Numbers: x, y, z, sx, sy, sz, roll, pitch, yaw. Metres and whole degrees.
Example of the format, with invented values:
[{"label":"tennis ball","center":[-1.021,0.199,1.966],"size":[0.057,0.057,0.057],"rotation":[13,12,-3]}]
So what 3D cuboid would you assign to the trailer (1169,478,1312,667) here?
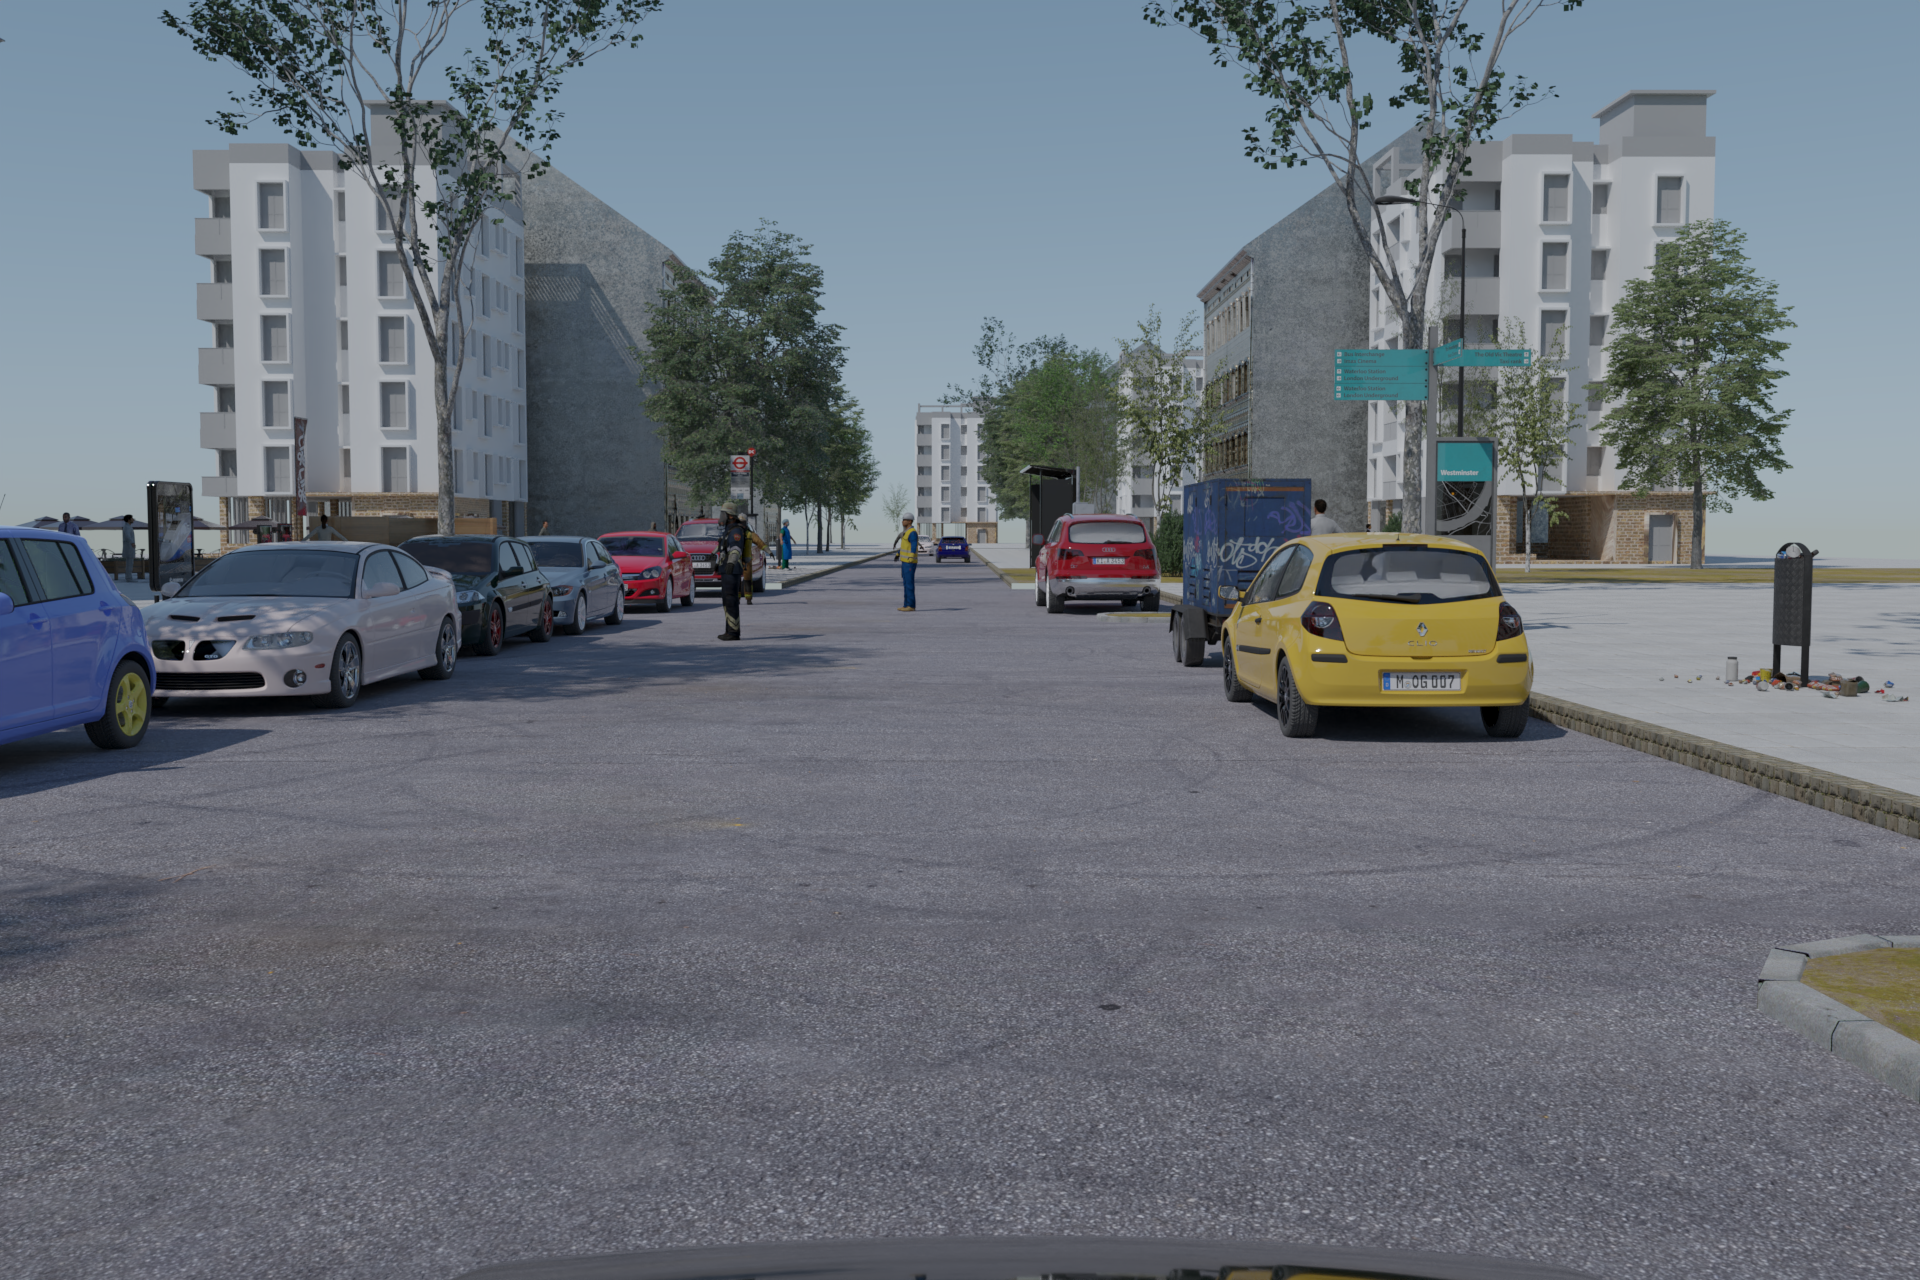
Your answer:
[{"label":"trailer","center":[3.115,-0.775,19.727],"size":[1.471,1.999,3.904],"rotation":[0,4,0]}]

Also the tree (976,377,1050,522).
[{"label":"tree","center":[5.931,-14.148,137.979],"size":[9.857,13.997,8.962],"rotation":[0,3,0]}]

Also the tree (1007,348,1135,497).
[{"label":"tree","center":[6.219,-10.418,96.086],"size":[9.928,11.665,9.643],"rotation":[0,3,0]}]

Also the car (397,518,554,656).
[{"label":"car","center":[-6.304,-0.722,21.596],"size":[2.009,1.686,4.222],"rotation":[0,3,0]}]

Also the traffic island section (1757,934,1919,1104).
[{"label":"traffic island section","center":[3.401,1.102,4.847],"size":[1.991,0.108,1.994],"rotation":[0,4,-1]}]

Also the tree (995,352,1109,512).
[{"label":"tree","center":[5.806,-11.615,108.028],"size":[7.486,12.596,7.792],"rotation":[0,3,0]}]

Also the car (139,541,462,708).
[{"label":"car","center":[-5.956,-0.207,15.742],"size":[2.083,1.381,4.827],"rotation":[0,3,0]}]

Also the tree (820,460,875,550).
[{"label":"tree","center":[-9.082,-11.534,138.939],"size":[4.737,8.622,4.395],"rotation":[0,3,0]}]

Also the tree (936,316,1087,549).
[{"label":"tree","center":[4.832,-18.076,151.431],"size":[12.611,20.169,13.585],"rotation":[0,3,0]}]

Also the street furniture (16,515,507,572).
[{"label":"street furniture","center":[-30.790,-3.367,60.078],"size":[27.439,1.986,14.083],"rotation":[0,4,4]}]

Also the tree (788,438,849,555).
[{"label":"tree","center":[-9.597,-9.537,106.291],"size":[4.360,8.622,3.978],"rotation":[0,3,0]}]

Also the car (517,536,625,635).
[{"label":"car","center":[-6.233,-0.864,26.134],"size":[2.014,1.417,4.499],"rotation":[0,4,0]}]

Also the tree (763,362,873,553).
[{"label":"tree","center":[-9.708,-12.003,114.376],"size":[7.486,12.596,7.792],"rotation":[0,3,0]}]

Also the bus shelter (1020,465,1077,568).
[{"label":"bus shelter","center":[3.167,-4.315,61.830],"size":[1.731,3.624,6.357],"rotation":[0,4,-1]}]

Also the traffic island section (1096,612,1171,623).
[{"label":"traffic island section","center":[3.305,-0.370,28.913],"size":[1.991,0.108,1.994],"rotation":[0,4,-1]}]

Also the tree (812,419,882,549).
[{"label":"tree","center":[-10.075,-13.565,147.546],"size":[9.928,11.665,9.643],"rotation":[0,3,0]}]

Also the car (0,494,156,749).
[{"label":"car","center":[-6.375,-0.043,10.301],"size":[1.945,1.707,3.694],"rotation":[0,4,0]}]

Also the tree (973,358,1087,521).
[{"label":"tree","center":[5.548,-13.469,126.878],"size":[9.857,13.997,8.962],"rotation":[0,3,0]}]

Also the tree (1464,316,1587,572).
[{"label":"tree","center":[18.885,-6.563,57.672],"size":[4.737,8.622,4.395],"rotation":[0,3,0]}]

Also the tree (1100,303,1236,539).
[{"label":"tree","center":[6.696,-6.471,56.169],"size":[4.737,8.622,4.395],"rotation":[0,3,0]}]

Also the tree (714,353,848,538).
[{"label":"tree","center":[-9.601,-9.514,89.963],"size":[8.767,10.594,7.601],"rotation":[1,4,18]}]

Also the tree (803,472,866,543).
[{"label":"tree","center":[-17.869,-20.015,237.610],"size":[12.009,13.543,11.850],"rotation":[0,3,0]}]

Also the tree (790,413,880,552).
[{"label":"tree","center":[-9.349,-11.728,126.170],"size":[7.601,10.594,8.767],"rotation":[-1,4,-14]}]

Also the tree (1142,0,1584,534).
[{"label":"tree","center":[8.126,-10.988,35.537],"size":[12.611,20.169,13.585],"rotation":[0,3,0]}]

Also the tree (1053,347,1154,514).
[{"label":"tree","center":[5.408,-7.264,69.132],"size":[4.360,8.622,3.978],"rotation":[0,3,0]}]

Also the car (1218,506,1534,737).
[{"label":"car","center":[3.123,-0.208,13.625],"size":[2.015,1.641,3.980],"rotation":[0,3,0]}]

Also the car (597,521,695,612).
[{"label":"car","center":[-6.198,-1.465,32.995],"size":[2.155,1.783,4.494],"rotation":[0,3,0]}]

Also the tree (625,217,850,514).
[{"label":"tree","center":[-9.060,-10.073,71.356],"size":[9.857,13.997,8.962],"rotation":[0,3,0]}]

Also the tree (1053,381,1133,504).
[{"label":"tree","center":[6.163,-8.168,83.904],"size":[4.360,8.622,3.978],"rotation":[0,3,0]}]

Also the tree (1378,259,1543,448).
[{"label":"tree","center":[12.837,-5.900,46.827],"size":[4.360,8.622,3.978],"rotation":[0,3,0]}]

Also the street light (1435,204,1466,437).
[{"label":"street light","center":[7.460,-3.143,23.928],"size":[1.470,5.913,1.316],"rotation":[0,4,-1]}]

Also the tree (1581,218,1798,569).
[{"label":"tree","center":[26.605,-8.870,63.158],"size":[7.486,12.596,7.792],"rotation":[0,3,0]}]

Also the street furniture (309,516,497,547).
[{"label":"street furniture","center":[-16.171,-2.469,47.216],"size":[11.010,1.723,9.812],"rotation":[-1,4,-18]}]

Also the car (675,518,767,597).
[{"label":"car","center":[-5.816,-1.983,41.092],"size":[2.281,1.827,5.304],"rotation":[0,4,0]}]

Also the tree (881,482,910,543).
[{"label":"tree","center":[-8.411,-17.804,241.456],"size":[4.360,8.622,3.978],"rotation":[0,3,0]}]

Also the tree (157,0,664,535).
[{"label":"tree","center":[-13.570,-11.274,40.224],"size":[12.611,20.169,13.585],"rotation":[0,3,0]}]
